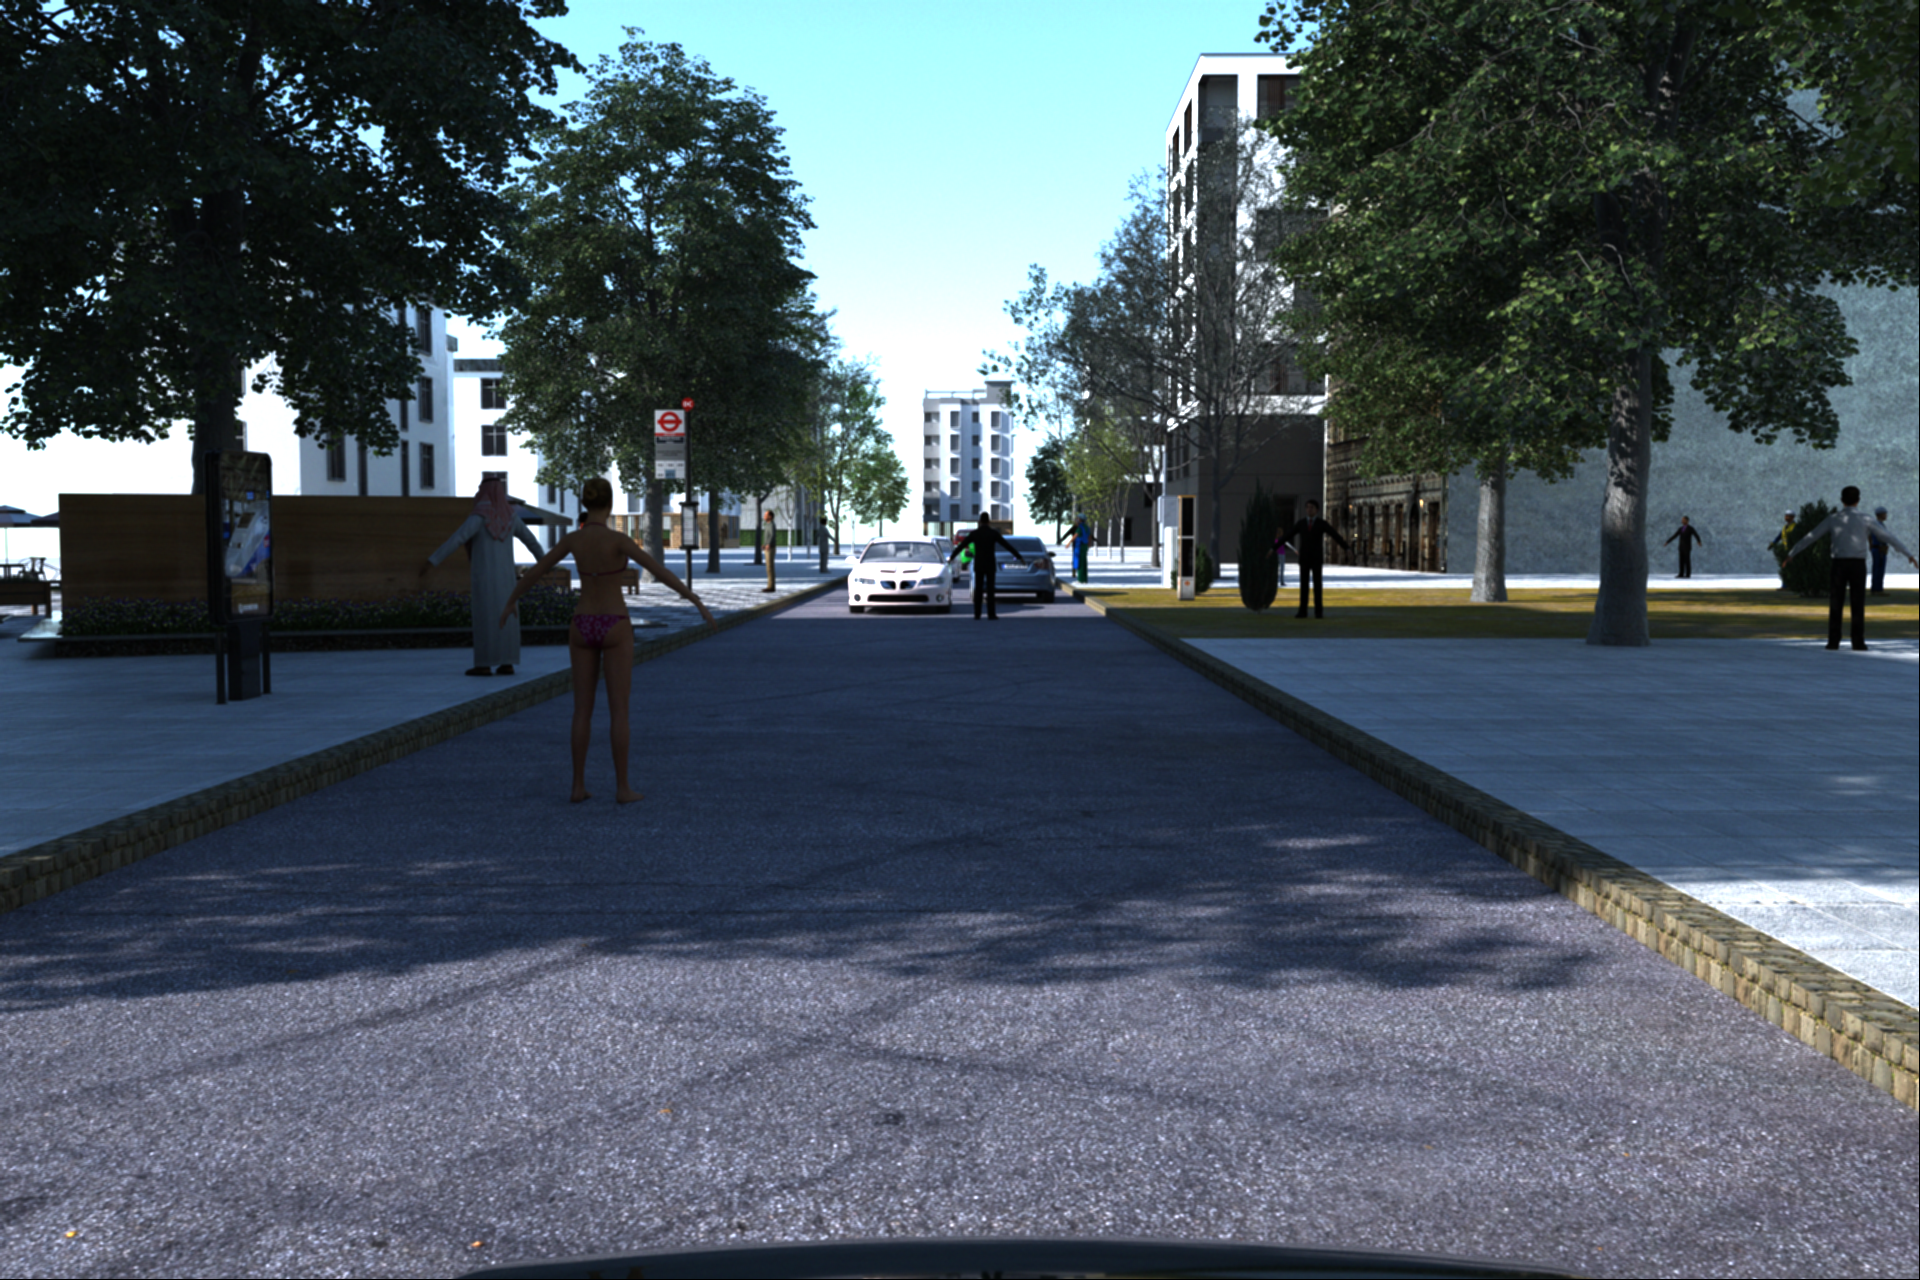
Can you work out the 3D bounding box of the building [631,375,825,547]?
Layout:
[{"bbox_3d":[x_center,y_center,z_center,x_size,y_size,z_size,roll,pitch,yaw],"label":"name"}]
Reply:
[{"bbox_3d":[-24.867,-19.889,191.636,16.747,18.905,31.486,0,4,1],"label":"building"}]

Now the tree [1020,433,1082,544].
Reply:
[{"bbox_3d":[12.482,-18.962,216.683,9.857,13.997,8.962,0,3,0],"label":"tree"}]

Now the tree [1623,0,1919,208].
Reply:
[{"bbox_3d":[7.026,-5.530,8.535,7.486,12.596,7.792,0,3,0],"label":"tree"}]

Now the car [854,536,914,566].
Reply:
[{"bbox_3d":[-1.821,-2.129,47.170,2.083,1.381,4.827,0,4,0],"label":"car"}]

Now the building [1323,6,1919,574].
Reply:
[{"bbox_3d":[24.735,-14.245,63.841,19.493,23.208,18.063,0,3,0],"label":"building"}]

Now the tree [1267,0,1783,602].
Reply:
[{"bbox_3d":[10.006,-7.700,32.543,9.857,13.997,8.962,0,3,0],"label":"tree"}]

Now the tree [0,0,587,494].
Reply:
[{"bbox_3d":[-8.765,-6.926,19.899,9.857,13.997,8.962,0,3,0],"label":"tree"}]

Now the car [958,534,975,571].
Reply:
[{"bbox_3d":[0.909,-3.703,69.334,1.959,1.807,4.718,0,4,0],"label":"car"}]

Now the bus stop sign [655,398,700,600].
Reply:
[{"bbox_3d":[-5.540,-2.769,33.984,0.855,3.939,0.416,0,4,0],"label":"bus stop sign"}]

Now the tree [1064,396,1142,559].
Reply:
[{"bbox_3d":[7.522,-8.408,87.838,4.737,8.622,4.395,0,3,0],"label":"tree"}]

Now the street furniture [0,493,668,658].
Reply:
[{"bbox_3d":[-7.144,-0.877,21.202,11.010,1.723,9.812,-2,4,-25],"label":"street furniture"}]

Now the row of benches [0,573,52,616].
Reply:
[{"bbox_3d":[-15.729,-0.642,25.958,1.422,0.672,4.104,3,5,42],"label":"row of benches"}]

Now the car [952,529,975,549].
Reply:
[{"bbox_3d":[0.543,-6.942,122.168,2.281,1.827,5.304,0,4,1],"label":"car"}]

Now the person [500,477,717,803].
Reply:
[{"bbox_3d":[-1.907,-0.004,9.320,1.217,1.733,0.721,1,4,8],"label":"person"}]

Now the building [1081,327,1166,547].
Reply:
[{"bbox_3d":[26.968,-21.010,187.489,27.936,21.610,32.646,0,4,1],"label":"building"}]

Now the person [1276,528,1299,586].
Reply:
[{"bbox_3d":[7.962,-2.064,43.005,0.991,1.433,0.599,3,5,41],"label":"person"}]

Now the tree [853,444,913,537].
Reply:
[{"bbox_3d":[-9.489,-18.250,216.522,7.486,12.596,7.792,0,3,0],"label":"tree"}]

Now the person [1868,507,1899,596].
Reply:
[{"bbox_3d":[19.134,-1.843,35.988,0.705,1.847,1.347,0,4,6],"label":"person"}]

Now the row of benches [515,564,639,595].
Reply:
[{"bbox_3d":[-8.738,-1.247,35.858,4.104,0.672,1.422,-2,4,-26],"label":"row of benches"}]

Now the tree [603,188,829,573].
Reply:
[{"bbox_3d":[-8.086,-8.521,57.439,7.486,12.596,7.792,0,3,0],"label":"tree"}]

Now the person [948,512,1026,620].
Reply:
[{"bbox_3d":[0.426,-1.246,29.050,1.346,1.802,0.704,1,4,14],"label":"person"}]

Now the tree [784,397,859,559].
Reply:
[{"bbox_3d":[-7.574,-8.456,88.621,4.737,8.622,4.395,0,3,0],"label":"tree"}]

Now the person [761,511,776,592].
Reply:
[{"bbox_3d":[-4.230,-1.960,38.314,0.705,1.796,1.348,-1,4,-10],"label":"person"}]

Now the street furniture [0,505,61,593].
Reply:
[{"bbox_3d":[-32.863,-1.962,37.109,27.439,1.986,14.083,1,4,8],"label":"street furniture"}]

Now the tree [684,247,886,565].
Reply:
[{"bbox_3d":[-8.268,-9.867,71.691,12.009,13.543,11.850,0,3,0],"label":"tree"}]

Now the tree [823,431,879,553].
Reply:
[{"bbox_3d":[-7.389,-10.285,118.527,4.737,8.622,4.395,0,3,0],"label":"tree"}]

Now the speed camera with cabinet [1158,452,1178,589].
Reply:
[{"bbox_3d":[5.168,-2.876,41.356,0.660,3.252,2.038,0,4,-1],"label":"speed camera with cabinet"}]

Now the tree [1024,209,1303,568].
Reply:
[{"bbox_3d":[7.428,-9.530,66.190,12.009,13.543,11.850,0,3,0],"label":"tree"}]

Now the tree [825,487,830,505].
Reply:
[{"bbox_3d":[-19.711,-17.634,214.078,9.928,11.665,9.643,0,3,0],"label":"tree"}]

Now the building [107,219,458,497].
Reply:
[{"bbox_3d":[-22.201,-7.225,60.275,9.099,9.664,28.070,0,4,0],"label":"building"}]

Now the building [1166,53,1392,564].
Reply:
[{"bbox_3d":[24.403,-15.055,90.128,27.936,21.610,32.646,0,4,1],"label":"building"}]

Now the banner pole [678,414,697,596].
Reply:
[{"bbox_3d":[-5.669,-2.824,36.189,0.401,3.779,0.863,0,3,0],"label":"banner pole"}]

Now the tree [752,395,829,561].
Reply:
[{"bbox_3d":[-8.112,-8.082,82.511,4.360,8.622,3.978,0,3,0],"label":"tree"}]

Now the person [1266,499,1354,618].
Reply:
[{"bbox_3d":[5.349,-1.237,26.408,1.347,1.806,0.705,2,4,26],"label":"person"}]

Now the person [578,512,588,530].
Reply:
[{"bbox_3d":[-9.051,-2.192,41.981,0.704,1.843,1.345,-1,4,-21],"label":"person"}]

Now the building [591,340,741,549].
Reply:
[{"bbox_3d":[-25.578,-17.911,149.267,16.016,20.090,11.380,0,3,0],"label":"building"}]

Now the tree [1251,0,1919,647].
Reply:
[{"bbox_3d":[7.701,-6.920,19.794,9.857,13.997,8.962,0,3,0],"label":"tree"}]

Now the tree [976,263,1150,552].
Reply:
[{"bbox_3d":[7.460,-16.216,121.028,12.611,20.169,13.585,0,3,0],"label":"tree"}]

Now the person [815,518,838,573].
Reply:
[{"bbox_3d":[-4.444,-3.105,56.945,0.705,1.806,1.347,-3,4,-36],"label":"person"}]

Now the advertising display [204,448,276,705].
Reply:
[{"bbox_3d":[-5.573,-0.503,13.442,0.123,1.923,0.974,0,4,0],"label":"advertising display"}]

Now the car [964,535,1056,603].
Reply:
[{"bbox_3d":[1.103,-1.557,37.456,2.014,1.417,4.499,0,4,0],"label":"car"}]

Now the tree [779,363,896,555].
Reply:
[{"bbox_3d":[-7.608,-10.942,104.664,9.928,11.665,9.643,0,3,0],"label":"tree"}]

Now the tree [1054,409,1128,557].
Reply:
[{"bbox_3d":[7.558,-8.976,97.128,4.737,8.622,4.395,0,3,0],"label":"tree"}]

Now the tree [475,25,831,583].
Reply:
[{"bbox_3d":[-8.052,-8.491,45.488,9.857,13.997,8.962,0,3,0],"label":"tree"}]

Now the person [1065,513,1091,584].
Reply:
[{"bbox_3d":[3.098,-2.346,44.476,0.704,1.817,1.347,2,4,30],"label":"person"}]

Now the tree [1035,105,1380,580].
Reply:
[{"bbox_3d":[7.405,-8.481,49.030,12.009,13.543,11.850,0,3,0],"label":"tree"}]

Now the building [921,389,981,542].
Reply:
[{"bbox_3d":[-4.560,-21.969,218.076,11.380,20.090,16.016,1,4,10],"label":"building"}]

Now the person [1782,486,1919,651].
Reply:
[{"bbox_3d":[9.830,-0.795,19.158,1.344,1.810,0.704,2,4,32],"label":"person"}]

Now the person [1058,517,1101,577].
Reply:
[{"bbox_3d":[3.533,-2.775,51.504,1.346,1.812,0.704,-1,4,-16],"label":"person"}]

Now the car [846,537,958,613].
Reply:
[{"bbox_3d":[-1.082,-1.256,32.892,2.083,1.381,4.827,0,4,0],"label":"car"}]

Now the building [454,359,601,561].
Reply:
[{"bbox_3d":[-24.622,-9.471,97.003,9.099,9.664,28.070,0,4,0],"label":"building"}]

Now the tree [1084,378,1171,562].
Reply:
[{"bbox_3d":[7.278,-7.828,78.350,4.360,8.622,3.978,0,3,0],"label":"tree"}]

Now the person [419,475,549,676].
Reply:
[{"bbox_3d":[-4.271,-0.589,15.771,0.704,1.811,1.347,3,5,42],"label":"person"}]

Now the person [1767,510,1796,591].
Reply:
[{"bbox_3d":[18.695,-2.027,39.104,0.705,1.833,1.349,0,4,-4],"label":"person"}]

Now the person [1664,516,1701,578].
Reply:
[{"bbox_3d":[21.152,-2.713,50.581,0.704,1.802,1.346,-2,4,-24],"label":"person"}]

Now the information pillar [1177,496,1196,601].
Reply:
[{"bbox_3d":[4.363,-1.766,33.371,0.304,2.012,0.304,0,4,-1],"label":"information pillar"}]

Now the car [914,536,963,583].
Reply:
[{"bbox_3d":[-0.938,-2.449,52.397,2.083,1.381,4.827,0,4,1],"label":"car"}]

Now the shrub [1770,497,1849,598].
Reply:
[{"bbox_3d":[17.351,-1.874,35.065,1.690,2.028,1.600,0,3,0],"label":"shrub"}]

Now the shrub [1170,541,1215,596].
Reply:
[{"bbox_3d":[4.838,-1.524,36.028,1.383,1.207,1.383,0,3,0],"label":"shrub"}]

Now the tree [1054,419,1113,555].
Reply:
[{"bbox_3d":[7.722,-9.479,105.348,4.360,8.622,3.978,0,3,0],"label":"tree"}]
